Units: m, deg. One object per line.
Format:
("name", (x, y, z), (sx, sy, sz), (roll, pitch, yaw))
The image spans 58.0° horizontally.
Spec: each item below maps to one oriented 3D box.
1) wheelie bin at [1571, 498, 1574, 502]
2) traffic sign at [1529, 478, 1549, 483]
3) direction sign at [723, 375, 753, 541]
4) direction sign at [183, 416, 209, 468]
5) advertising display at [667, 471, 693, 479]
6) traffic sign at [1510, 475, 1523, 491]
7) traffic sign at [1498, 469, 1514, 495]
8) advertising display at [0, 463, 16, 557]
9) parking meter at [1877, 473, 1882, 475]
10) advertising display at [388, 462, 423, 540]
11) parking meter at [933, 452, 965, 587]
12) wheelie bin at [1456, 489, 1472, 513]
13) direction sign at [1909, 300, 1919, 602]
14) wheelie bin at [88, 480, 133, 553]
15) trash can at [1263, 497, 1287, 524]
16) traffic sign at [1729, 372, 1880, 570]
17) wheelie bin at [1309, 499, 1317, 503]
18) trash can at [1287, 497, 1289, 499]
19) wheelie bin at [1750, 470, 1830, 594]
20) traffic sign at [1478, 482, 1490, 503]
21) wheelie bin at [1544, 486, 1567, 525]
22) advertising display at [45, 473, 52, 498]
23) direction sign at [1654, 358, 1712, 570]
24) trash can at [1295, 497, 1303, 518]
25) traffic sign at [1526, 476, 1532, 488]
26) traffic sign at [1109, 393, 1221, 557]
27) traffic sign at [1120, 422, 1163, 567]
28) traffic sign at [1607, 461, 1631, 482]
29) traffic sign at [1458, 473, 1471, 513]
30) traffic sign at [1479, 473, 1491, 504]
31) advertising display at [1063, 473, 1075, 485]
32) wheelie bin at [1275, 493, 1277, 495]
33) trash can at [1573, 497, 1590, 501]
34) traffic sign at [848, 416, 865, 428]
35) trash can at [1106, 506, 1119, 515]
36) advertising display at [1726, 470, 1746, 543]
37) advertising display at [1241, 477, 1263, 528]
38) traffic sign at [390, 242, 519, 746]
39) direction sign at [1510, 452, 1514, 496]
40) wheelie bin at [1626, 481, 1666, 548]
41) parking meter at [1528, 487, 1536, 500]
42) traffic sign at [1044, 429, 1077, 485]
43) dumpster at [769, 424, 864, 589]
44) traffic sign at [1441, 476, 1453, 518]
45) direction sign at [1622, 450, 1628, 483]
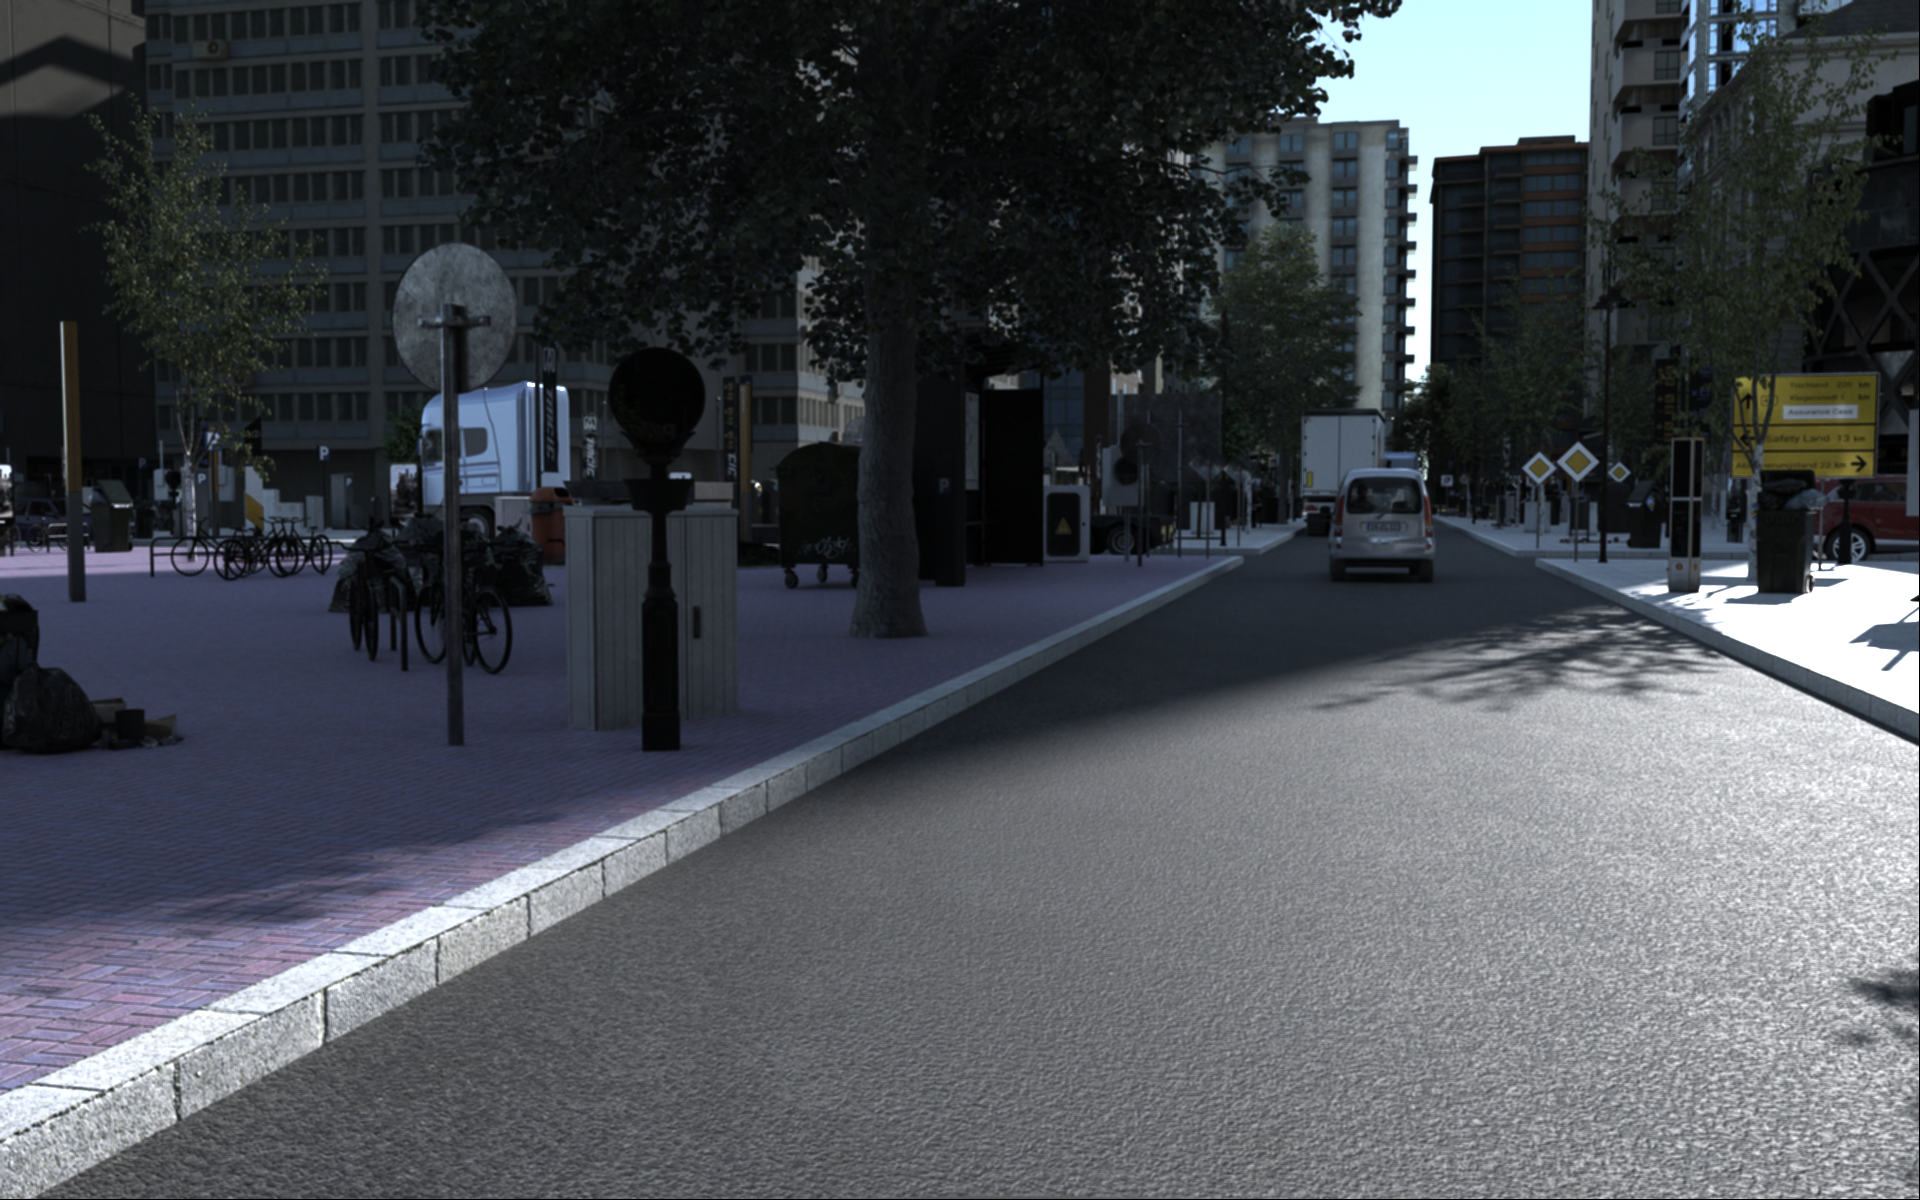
("wheelie bin", (35.516, -5.676, 100.703), (0.980, 1.594, 0.693), (3, 5, 41))
("traffic sign", (26.568, -4.863, 79.508), (0.884, 2.594, 0.081), (1, 4, 15))
("direction sign", (-4.267, -2.527, 33.317), (0.379, 3.537, 0.876), (-3, 5, -45))
("direction sign", (-22.360, -3.595, 50.768), (0.379, 3.537, 0.876), (1, 4, 22))
("advertising display", (-7.798, -2.627, 48.161), (0.123, 1.923, 0.974), (2, 4, 33))
("traffic sign", (33.553, -6.326, 104.613), (0.795, 2.450, 0.064), (1, 4, 20))
("traffic sign", (25.930, -5.030, 82.339), (0.768, 2.556, 0.104), (1, 4, 20))
("advertising display", (-19.643, -1.839, 35.278), (0.123, 1.923, 0.974), (1, 4, 10))
("parking meter", (25.005, -2.529, 47.054), (0.255, 1.863, 0.399), (-3, 5, -45))
("advertising display", (-11.398, -1.860, 35.630), (0.974, 1.923, 0.123), (3, 4, 36))
("parking meter", (-0.149, -1.122, 24.057), (0.399, 1.863, 0.255), (3, 5, 40))
("wheelie bin", (31.440, -6.135, 108.209), (0.980, 1.594, 0.693), (0, 4, 2))
("direction sign", (11.504, -1.743, 20.492), (0.876, 3.537, 0.379), (-2, 4, -34))
("wheelie bin", (-18.772, -1.854, 38.226), (0.693, 1.594, 0.980), (1, 4, 20))
("trash can", (13.443, -3.855, 74.685), (0.748, 1.137, 0.748), (0, 3, 0))
("traffic sign", (14.193, -2.161, 29.201), (2.265, 3.308, 0.079), (1, 4, 17))
("wheelie bin", (22.832, -6.379, 112.199), (0.693, 1.594, 0.980), (1, 4, 16))
("trash can", (14.723, -4.154, 79.567), (0.748, 1.137, 0.748), (0, 3, 0))
("wheelie bin", (10.752, -0.893, 22.502), (0.980, 1.594, 0.693), (3, 4, 36))
("traffic sign", (33.630, -6.809, 111.335), (0.884, 2.594, 0.081), (1, 4, 20))
("wheelie bin", (24.484, -3.897, 71.629), (0.980, 1.594, 0.693), (-3, 5, -44))
("advertising display", (-28.007, -2.937, 53.242), (0.123, 1.923, 0.974), (-2, 4, -25))
("direction sign", (12.066, -2.261, 28.971), (0.876, 3.537, 0.379), (1, 4, 18))
("trash can", (18.002, -4.949, 92.566), (0.748, 1.137, 0.748), (0, 3, 0))
("traffic sign", (31.553, -5.717, 95.595), (0.606, 2.300, 0.079), (1, 4, 20))
("traffic sign", (4.135, -2.521, 35.097), (2.265, 3.308, 0.079), (1, 4, 15))
("traffic sign", (3.184, -1.865, 30.591), (0.768, 2.556, 0.104), (1, 4, 16))
("traffic sign", (23.331, -3.679, 61.343), (0.795, 2.450, 0.064), (1, 4, 22))
("traffic sign", (30.295, -6.358, 104.064), (0.768, 2.556, 0.104), (1, 4, 21))
("traffic sign", (32.384, -6.531, 106.883), (0.768, 2.556, 0.104), (1, 4, 21))
("advertising display", (3.390, -2.974, 53.845), (0.123, 1.923, 0.974), (1, 4, 20))
("wheelie bin", (19.443, -6.117, 107.923), (0.693, 1.594, 0.980), (0, 4, -1))
("trash can", (27.819, -4.032, 77.571), (0.748, 1.137, 0.748), (0, 3, 0))
("traffic sign", (-1.587, -1.729, 28.380), (0.768, 2.556, 0.104), (1, 4, 22))
("trash can", (6.807, -4.016, 77.311), (0.748, 1.137, 0.748), (0, 3, 0))
("advertising display", (20.504, -2.482, 45.788), (0.123, 1.923, 0.974), (0, 4, 3))
("advertising display", (11.070, -3.698, 65.682), (0.974, 1.923, 0.123), (-2, 4, -30))
("traffic sign", (-2.579, -0.531, 8.782), (0.768, 2.556, 0.104), (1, 4, 20))
("direction sign", (29.460, -6.148, 92.512), (0.379, 3.537, 0.876), (2, 4, 28))
("wheelie bin", (16.298, -2.034, 41.163), (0.693, 1.594, 0.980), (-1, 4, -13))
("parking meter", (33.231, -5.804, 100.614), (0.399, 1.863, 0.255), (0, 4, 6))
("traffic sign", (1.895, -2.119, 34.649), (0.884, 2.594, 0.081), (1, 4, 20))
("dumpster", (-1.676, -1.322, 24.113), (1.502, 2.255, 1.985), (1, 4, 13))
("traffic sign", (26.261, -5.586, 93.458), (0.606, 2.300, 0.079), (1, 4, 14))
("direction sign", (33.825, -5.884, 88.192), (0.379, 3.537, 0.876), (3, 4, 39))
